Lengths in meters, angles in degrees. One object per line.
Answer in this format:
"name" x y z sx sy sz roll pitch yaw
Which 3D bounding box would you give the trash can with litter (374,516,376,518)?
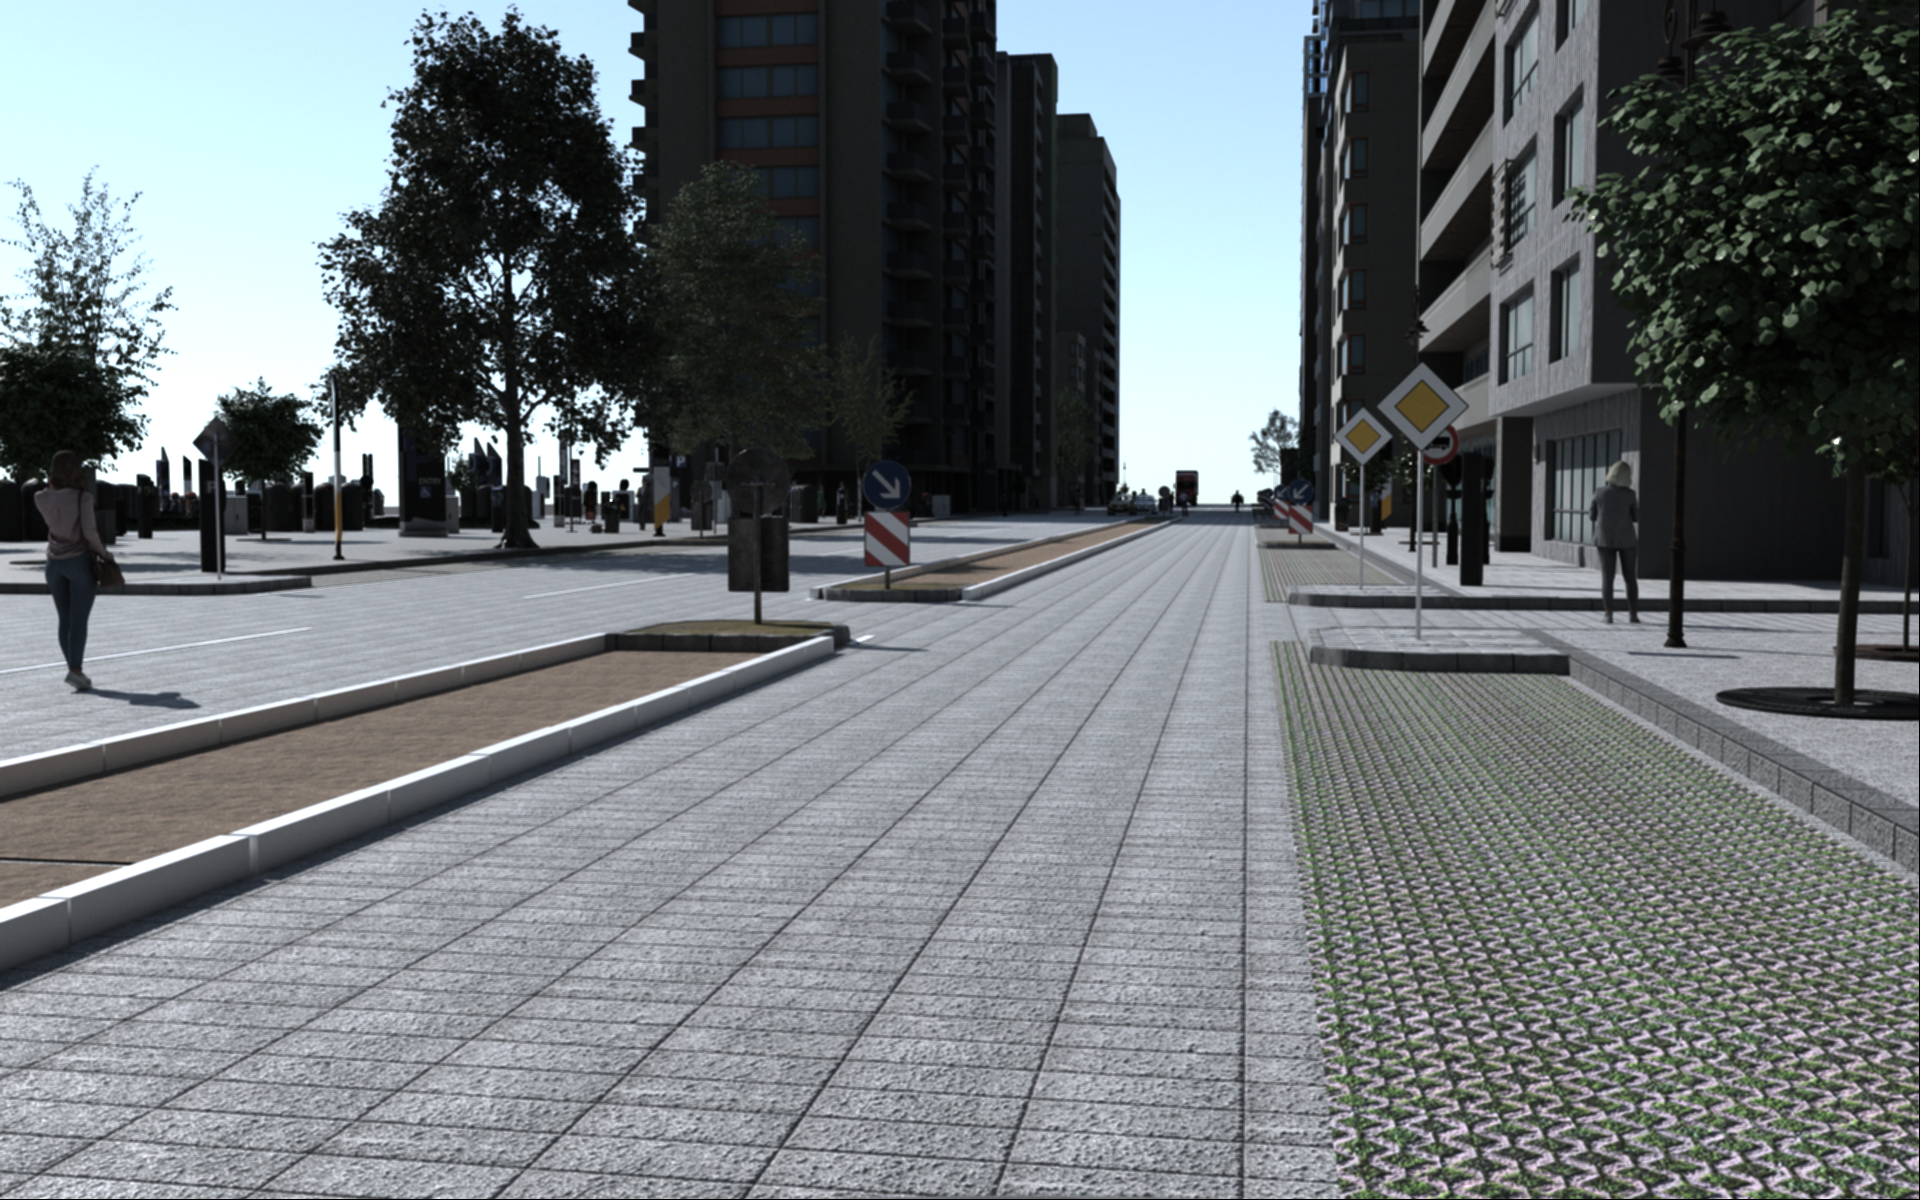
"trash can with litter" -30.443 -4.718 88.530 1.055 1.170 0.624 -3 4 -37

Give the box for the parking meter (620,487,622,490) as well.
"parking meter" -19.966 -5.933 102.709 0.399 1.863 0.255 0 4 -3

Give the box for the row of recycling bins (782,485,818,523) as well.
"row of recycling bins" -7.134 -4.304 77.482 1.069 1.692 3.534 -1 4 -20

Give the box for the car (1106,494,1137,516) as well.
"car" 10.907 -6.505 116.579 2.015 1.641 3.980 1 4 11

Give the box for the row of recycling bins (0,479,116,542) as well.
"row of recycling bins" -25.132 -2.501 48.001 1.069 1.692 3.534 2 4 32

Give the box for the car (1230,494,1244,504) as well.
"car" 39.546 -14.504 246.933 2.009 1.686 4.222 0 4 8

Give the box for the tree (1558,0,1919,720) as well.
"tree" 5.290 -1.630 10.368 4.285 4.588 4.351 0 3 0

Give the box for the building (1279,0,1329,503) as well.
"building" 55.494 -56.430 235.306 22.319 86.520 31.000 1 4 9

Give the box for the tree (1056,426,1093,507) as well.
"tree" 11.434 -13.804 176.055 4.737 8.622 4.395 0 3 0

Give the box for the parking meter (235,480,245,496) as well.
"parking meter" -29.059 -3.929 69.943 0.399 1.863 0.255 3 4 36

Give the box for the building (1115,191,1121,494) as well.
"building" 15.065 -36.305 243.697 14.600 45.320 14.200 1 4 9

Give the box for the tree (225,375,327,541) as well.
"tree" -19.224 -3.915 47.726 4.285 4.588 4.351 0 3 0

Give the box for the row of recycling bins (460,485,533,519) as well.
"row of recycling bins" -21.258 -4.418 79.351 3.534 1.692 1.069 1 4 12

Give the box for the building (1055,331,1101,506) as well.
"building" 1.295 -21.781 201.160 27.650 21.520 28.899 1 4 9

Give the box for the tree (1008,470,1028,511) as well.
"tree" 4.679 -8.503 133.619 1.663 3.219 1.824 0 3 0

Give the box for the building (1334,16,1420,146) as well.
"building" 30.354 -20.589 108.337 14.160 30.474 14.107 1 4 9

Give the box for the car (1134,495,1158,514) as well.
"car" 13.104 -6.802 123.577 2.083 1.381 4.827 1 4 9

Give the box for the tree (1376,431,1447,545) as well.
"tree" 11.818 -3.038 44.268 1.663 3.219 1.824 0 3 0

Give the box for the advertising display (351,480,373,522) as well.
"advertising display" -26.779 -4.424 77.551 0.123 1.923 0.974 3 5 44

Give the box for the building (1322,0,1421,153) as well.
"building" 38.524 -31.153 128.956 23.786 49.044 30.456 1 4 9

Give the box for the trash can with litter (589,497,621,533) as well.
"trash can with litter" -11.659 -2.776 56.783 1.055 1.170 0.624 0 4 8

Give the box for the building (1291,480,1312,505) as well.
"building" 56.669 -31.610 208.698 32.217 40.220 23.993 1 4 9

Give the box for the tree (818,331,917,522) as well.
"tree" -4.339 -7.851 78.724 4.737 8.622 4.395 0 3 0

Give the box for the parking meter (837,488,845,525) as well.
"parking meter" -5.004 -3.940 72.831 0.372 1.533 0.369 0 3 0

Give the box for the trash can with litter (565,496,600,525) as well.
"trash can with litter" -16.041 -3.844 73.911 1.678 1.210 2.233 2 4 28

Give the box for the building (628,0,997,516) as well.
"building" -9.544 -28.206 115.800 22.147 44.769 28.867 1 4 9

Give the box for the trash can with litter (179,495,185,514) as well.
"trash can with litter" -40.448 -4.848 90.324 2.233 1.210 1.678 3 4 37

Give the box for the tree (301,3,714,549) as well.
"tree" -10.678 -7.576 40.876 9.611 12.733 9.660 0 3 0

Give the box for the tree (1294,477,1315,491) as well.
"tree" 21.707 -6.957 108.351 1.663 3.219 1.824 0 3 0

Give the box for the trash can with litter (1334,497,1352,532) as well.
"trash can with litter" 13.217 -2.949 59.596 0.624 1.170 1.055 0 4 6

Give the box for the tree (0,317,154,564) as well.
"tree" -16.971 -2.961 32.120 4.285 4.588 4.351 0 3 0

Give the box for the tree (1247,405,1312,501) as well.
"tree" 33.779 -15.117 181.578 7.601 10.594 8.767 2 4 25

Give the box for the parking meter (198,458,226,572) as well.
"parking meter" -12.326 -1.399 28.585 0.399 1.863 0.255 -2 4 -27

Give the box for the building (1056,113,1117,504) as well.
"building" 8.820 -36.808 225.504 21.300 48.544 21.600 1 4 9

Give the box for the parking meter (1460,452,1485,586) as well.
"parking meter" 7.187 -1.136 24.284 0.255 1.863 0.399 2 4 27

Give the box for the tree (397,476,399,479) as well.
"tree" -26.359 -5.502 84.560 1.663 3.219 1.824 0 3 0

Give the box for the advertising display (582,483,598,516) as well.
"advertising display" -21.783 -5.919 101.984 0.974 1.923 0.123 1 4 23

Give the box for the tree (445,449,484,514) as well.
"tree" -21.508 -4.929 75.198 1.663 3.219 1.824 0 3 0

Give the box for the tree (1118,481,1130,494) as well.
"tree" 24.273 -15.898 254.525 1.663 3.219 1.824 0 3 0

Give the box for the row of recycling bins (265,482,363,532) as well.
"row of recycling bins" -22.435 -3.241 60.109 1.069 1.692 3.534 3 4 38

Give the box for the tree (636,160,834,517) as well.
"tree" -8.246 -8.665 59.807 7.486 12.596 7.792 0 3 0

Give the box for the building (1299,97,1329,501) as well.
"building" 44.865 -33.078 190.931 14.600 45.320 14.200 1 4 9

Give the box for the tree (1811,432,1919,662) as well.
"tree" 7.477 -1.169 13.723 1.663 3.219 1.824 0 3 0

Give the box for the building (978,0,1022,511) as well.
"building" -5.642 -42.913 139.875 20.563 71.187 20.611 1 4 9

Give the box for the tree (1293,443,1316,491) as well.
"tree" 21.069 -7.175 101.024 4.285 4.588 4.351 0 3 0

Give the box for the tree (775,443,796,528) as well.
"tree" -7.031 -4.339 65.549 1.663 3.219 1.824 0 3 0

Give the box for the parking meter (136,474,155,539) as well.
"parking meter" -23.550 -2.710 50.017 0.399 1.863 0.255 3 4 37

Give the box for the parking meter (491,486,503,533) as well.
"parking meter" -15.413 -3.014 57.691 0.372 1.533 0.369 0 3 0

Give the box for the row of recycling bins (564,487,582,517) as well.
"row of recycling bins" -21.801 -5.493 96.929 1.069 1.692 3.534 0 4 -5

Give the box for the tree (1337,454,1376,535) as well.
"tree" 12.819 -3.632 53.989 1.663 3.219 1.824 0 3 0

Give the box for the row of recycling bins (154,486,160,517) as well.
"row of recycling bins" -34.736 -3.945 71.617 1.069 1.692 3.534 2 4 30

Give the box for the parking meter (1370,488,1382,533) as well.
"parking meter" 13.733 -2.984 57.202 0.372 1.533 0.369 0 3 0

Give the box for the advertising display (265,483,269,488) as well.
"advertising display" -39.523 -5.685 98.166 0.974 1.923 0.123 -2 4 -26

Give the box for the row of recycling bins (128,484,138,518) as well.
"row of recycling bins" -32.932 -3.689 67.427 1.069 1.692 3.534 0 4 -8

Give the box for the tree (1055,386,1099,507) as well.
"tree" 9.833 -14.827 168.169 9.928 11.665 9.643 0 3 0

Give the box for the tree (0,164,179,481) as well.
"tree" -20.046 -5.442 39.347 4.360 8.622 3.978 0 3 0

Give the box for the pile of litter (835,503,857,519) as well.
"pile of litter" -5.842 -4.569 88.672 1.176 0.858 1.719 0 4 4
